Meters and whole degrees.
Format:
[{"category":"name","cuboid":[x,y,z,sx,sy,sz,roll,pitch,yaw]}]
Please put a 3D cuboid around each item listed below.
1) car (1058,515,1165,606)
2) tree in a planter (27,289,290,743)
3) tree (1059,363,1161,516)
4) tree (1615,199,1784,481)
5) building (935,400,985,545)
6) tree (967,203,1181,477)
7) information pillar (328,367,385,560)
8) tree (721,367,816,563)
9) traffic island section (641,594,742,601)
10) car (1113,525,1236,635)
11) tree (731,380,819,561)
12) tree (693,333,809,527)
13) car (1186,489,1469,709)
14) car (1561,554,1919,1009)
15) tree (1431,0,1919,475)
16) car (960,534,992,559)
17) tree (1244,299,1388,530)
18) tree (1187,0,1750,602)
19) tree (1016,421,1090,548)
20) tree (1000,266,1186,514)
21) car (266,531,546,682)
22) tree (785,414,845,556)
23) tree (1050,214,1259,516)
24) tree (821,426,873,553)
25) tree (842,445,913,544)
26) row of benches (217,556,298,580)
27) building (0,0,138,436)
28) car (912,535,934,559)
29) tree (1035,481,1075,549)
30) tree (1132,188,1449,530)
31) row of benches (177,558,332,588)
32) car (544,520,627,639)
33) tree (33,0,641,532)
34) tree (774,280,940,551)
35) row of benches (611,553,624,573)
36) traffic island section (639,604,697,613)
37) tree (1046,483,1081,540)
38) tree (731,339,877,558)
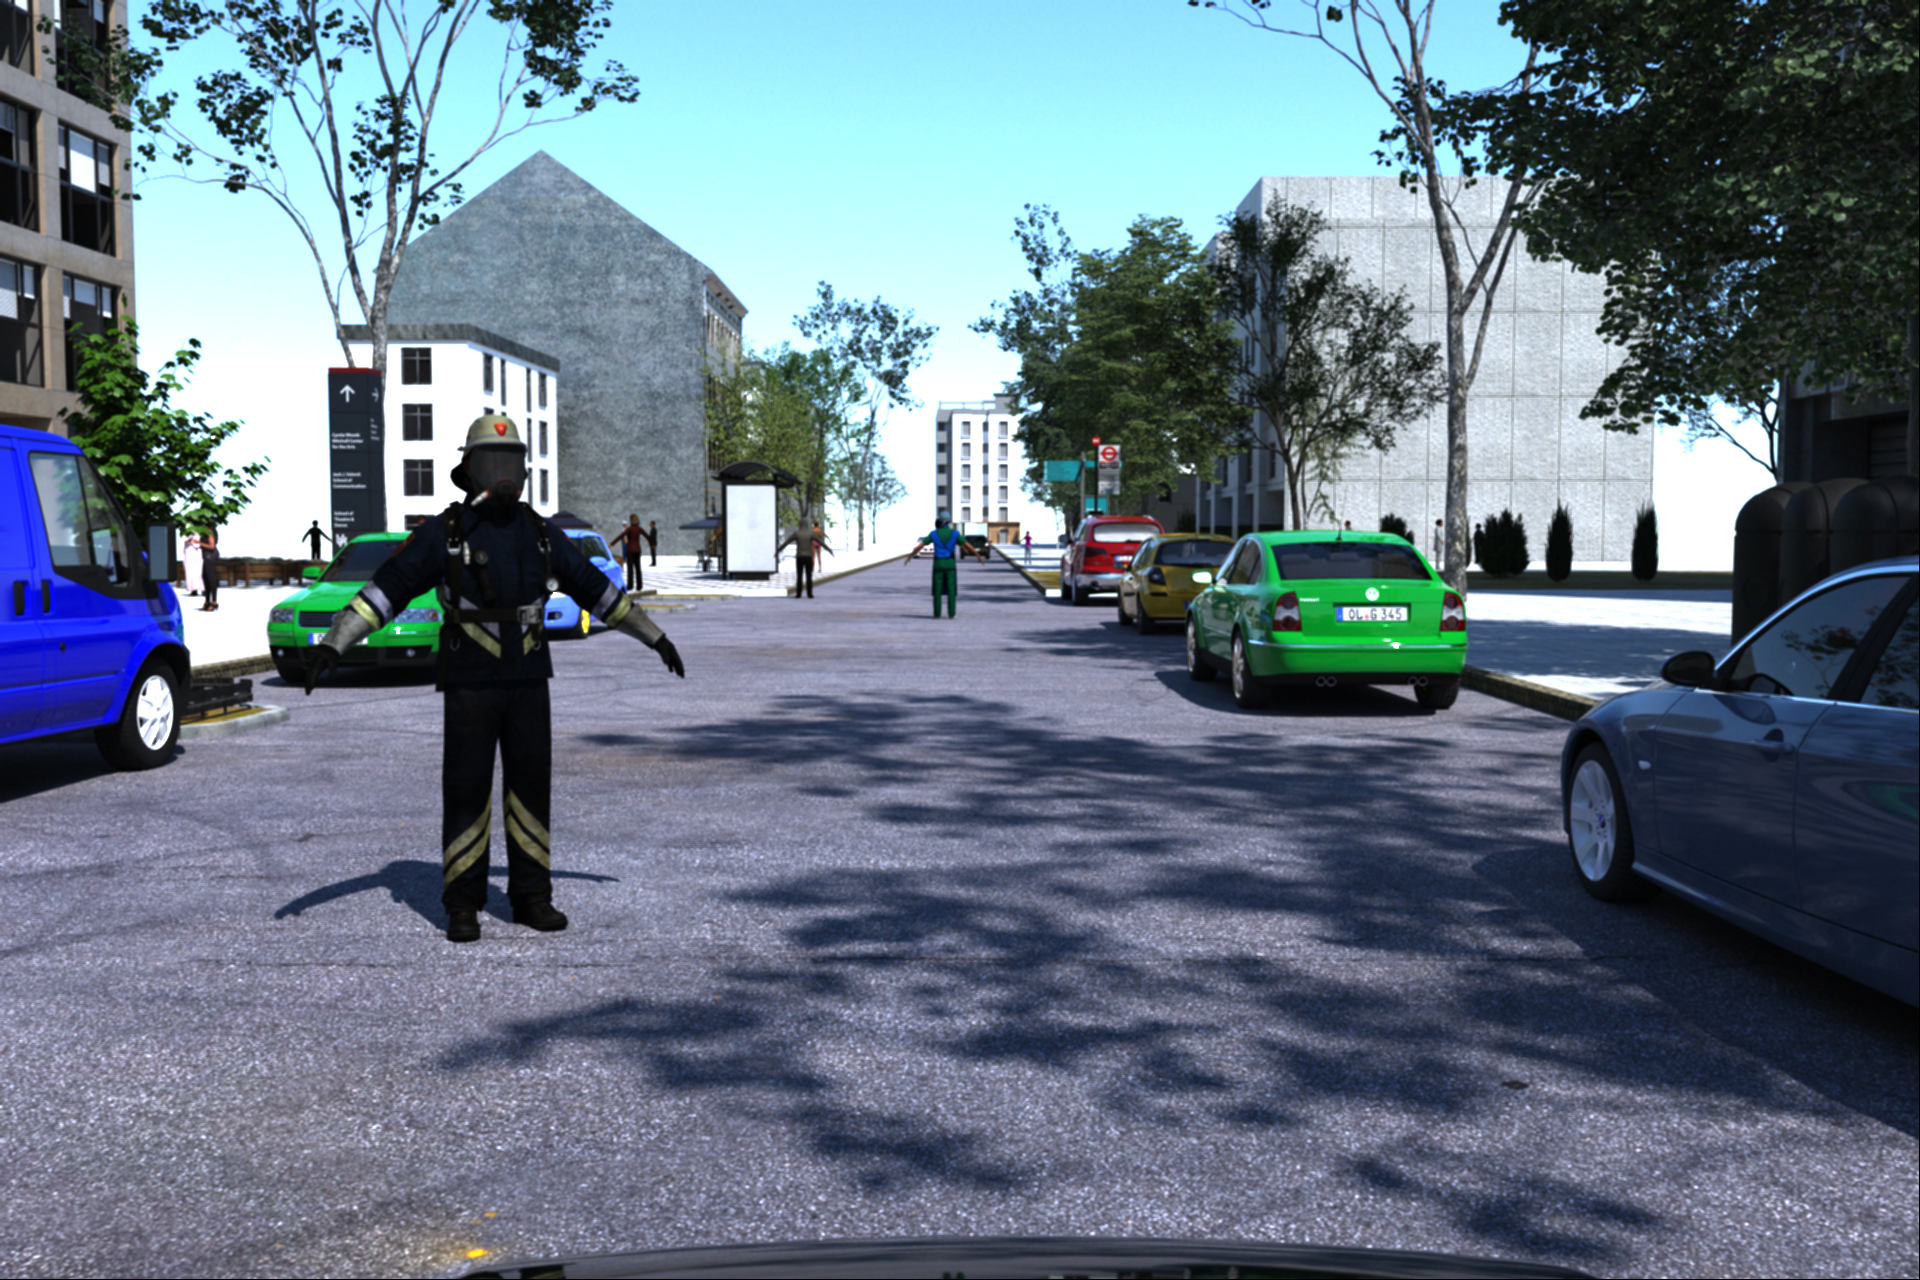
[{"category":"car","cuboid":[3.243,-1.683,36.183,2.281,1.827,5.304,0,4,-1]},{"category":"tree in a planter","cuboid":[-6.159,-0.951,12.770,1.991,3.239,1.994,0,4,1]},{"category":"tree","cuboid":[6.808,-7.421,71.702,4.360,8.622,3.978,0,3,0]},{"category":"tree","cuboid":[25.368,-8.715,52.867,12.009,13.543,11.850,0,3,0]},{"category":"building","cuboid":[-3.006,-23.028,235.382,11.380,20.090,16.016,0,4,-2]},{"category":"tree","cuboid":[5.821,-15.015,101.386,12.611,20.169,13.585,0,3,0]},{"category":"information pillar","cuboid":[-9.474,-2.316,27.238,0.750,3.857,0.750,0,4,1]},{"category":"tree","cuboid":[-8.076,-7.666,75.707,4.737,8.622,4.395,0,3,0]},{"category":"traffic island section","cuboid":[-5.856,-0.933,38.125,1.991,0.108,1.994,0,3,0]},{"category":"car","cuboid":[3.366,-0.969,26.072,2.015,1.641,3.980,0,4,-1]},{"category":"tree","cuboid":[-8.522,-8.043,81.867,4.737,8.622,4.395,0,3,0]},{"category":"tree","cuboid":[-7.894,-6.923,63.560,4.737,8.622,4.395,0,3,0]},{"category":"car","cuboid":[3.146,-0.415,15.580,1.959,1.807,4.718,0,4,-1]},{"category":"car","cuboid":[3.349,0.410,5.302,2.014,1.417,4.499,0,4,0]},{"category":"tree","cuboid":[8.975,-6.666,15.650,9.857,13.997,8.962,0,3,0]},{"category":"car","cuboid":[0.856,-5.488,99.511,2.009,1.686,4.222,0,3,0]},{"category":"tree","cuboid":[10.501,-6.311,53.543,4.360,8.622,3.978,0,3,0]},{"category":"tree","cuboid":[9.668,-10.700,30.837,12.611,20.169,13.585,0,3,0]},{"category":"tree","cuboid":[7.644,-11.852,128.199,7.601,10.594,8.767,0,4,1]},{"category":"tree","cuboid":[6.698,-10.833,83.771,9.857,13.997,8.962,0,3,0]},{"category":"car","cuboid":[-5.670,-0.573,18.164,1.959,1.807,4.718,0,4,1]},{"category":"tree","cuboid":[-8.518,-9.214,101.010,4.737,8.622,4.395,0,3,0]},{"category":"tree","cuboid":[6.884,-8.771,61.540,7.486,12.596,7.792,0,3,0]},{"category":"tree","cuboid":[-7.634,-10.258,118.076,4.360,8.622,3.978,0,3,0]},{"category":"tree","cuboid":[-11.584,-19.586,230.602,12.009,13.543,11.850,0,3,0]},{"category":"row of benches","cuboid":[-20.474,-2.068,49.269,4.104,0.672,1.422,2,4,30]},{"category":"building","cuboid":[-31.884,-13.823,29.202,19.351,26.588,34.151,0,4,1]},{"category":"car","cuboid":[-1.805,-5.538,102.910,2.083,1.381,4.827,0,4,1]},{"category":"tree","cuboid":[8.307,-11.931,145.432,4.360,8.622,3.978,0,3,0]},{"category":"tree","cuboid":[9.027,-6.836,46.183,8.767,10.594,7.601,0,4,-4]},{"category":"row of benches","cuboid":[-17.266,-1.676,42.867,1.422,0.672,4.104,3,4,37]},{"category":"car","cuboid":[-5.912,-0.926,24.724,1.945,1.707,3.694,0,4,1]},{"category":"tree","cuboid":[-12.577,-11.081,37.059,12.611,20.169,13.585,0,3,0]},{"category":"tree","cuboid":[-7.952,-16.722,129.298,12.611,20.169,13.585,0,3,0]},{"category":"row of benches","cuboid":[-12.860,-2.506,56.430,4.104,0.672,1.422,-2,4,-31]},{"category":"traffic island section","cuboid":[-5.984,-0.580,32.346,1.991,0.108,1.994,0,4,1]},{"category":"tree","cuboid":[7.553,-10.180,116.806,4.360,8.622,3.978,0,3,0]},{"category":"tree","cuboid":[-8.260,-10.151,91.718,9.928,11.665,9.643,0,3,0]}]
